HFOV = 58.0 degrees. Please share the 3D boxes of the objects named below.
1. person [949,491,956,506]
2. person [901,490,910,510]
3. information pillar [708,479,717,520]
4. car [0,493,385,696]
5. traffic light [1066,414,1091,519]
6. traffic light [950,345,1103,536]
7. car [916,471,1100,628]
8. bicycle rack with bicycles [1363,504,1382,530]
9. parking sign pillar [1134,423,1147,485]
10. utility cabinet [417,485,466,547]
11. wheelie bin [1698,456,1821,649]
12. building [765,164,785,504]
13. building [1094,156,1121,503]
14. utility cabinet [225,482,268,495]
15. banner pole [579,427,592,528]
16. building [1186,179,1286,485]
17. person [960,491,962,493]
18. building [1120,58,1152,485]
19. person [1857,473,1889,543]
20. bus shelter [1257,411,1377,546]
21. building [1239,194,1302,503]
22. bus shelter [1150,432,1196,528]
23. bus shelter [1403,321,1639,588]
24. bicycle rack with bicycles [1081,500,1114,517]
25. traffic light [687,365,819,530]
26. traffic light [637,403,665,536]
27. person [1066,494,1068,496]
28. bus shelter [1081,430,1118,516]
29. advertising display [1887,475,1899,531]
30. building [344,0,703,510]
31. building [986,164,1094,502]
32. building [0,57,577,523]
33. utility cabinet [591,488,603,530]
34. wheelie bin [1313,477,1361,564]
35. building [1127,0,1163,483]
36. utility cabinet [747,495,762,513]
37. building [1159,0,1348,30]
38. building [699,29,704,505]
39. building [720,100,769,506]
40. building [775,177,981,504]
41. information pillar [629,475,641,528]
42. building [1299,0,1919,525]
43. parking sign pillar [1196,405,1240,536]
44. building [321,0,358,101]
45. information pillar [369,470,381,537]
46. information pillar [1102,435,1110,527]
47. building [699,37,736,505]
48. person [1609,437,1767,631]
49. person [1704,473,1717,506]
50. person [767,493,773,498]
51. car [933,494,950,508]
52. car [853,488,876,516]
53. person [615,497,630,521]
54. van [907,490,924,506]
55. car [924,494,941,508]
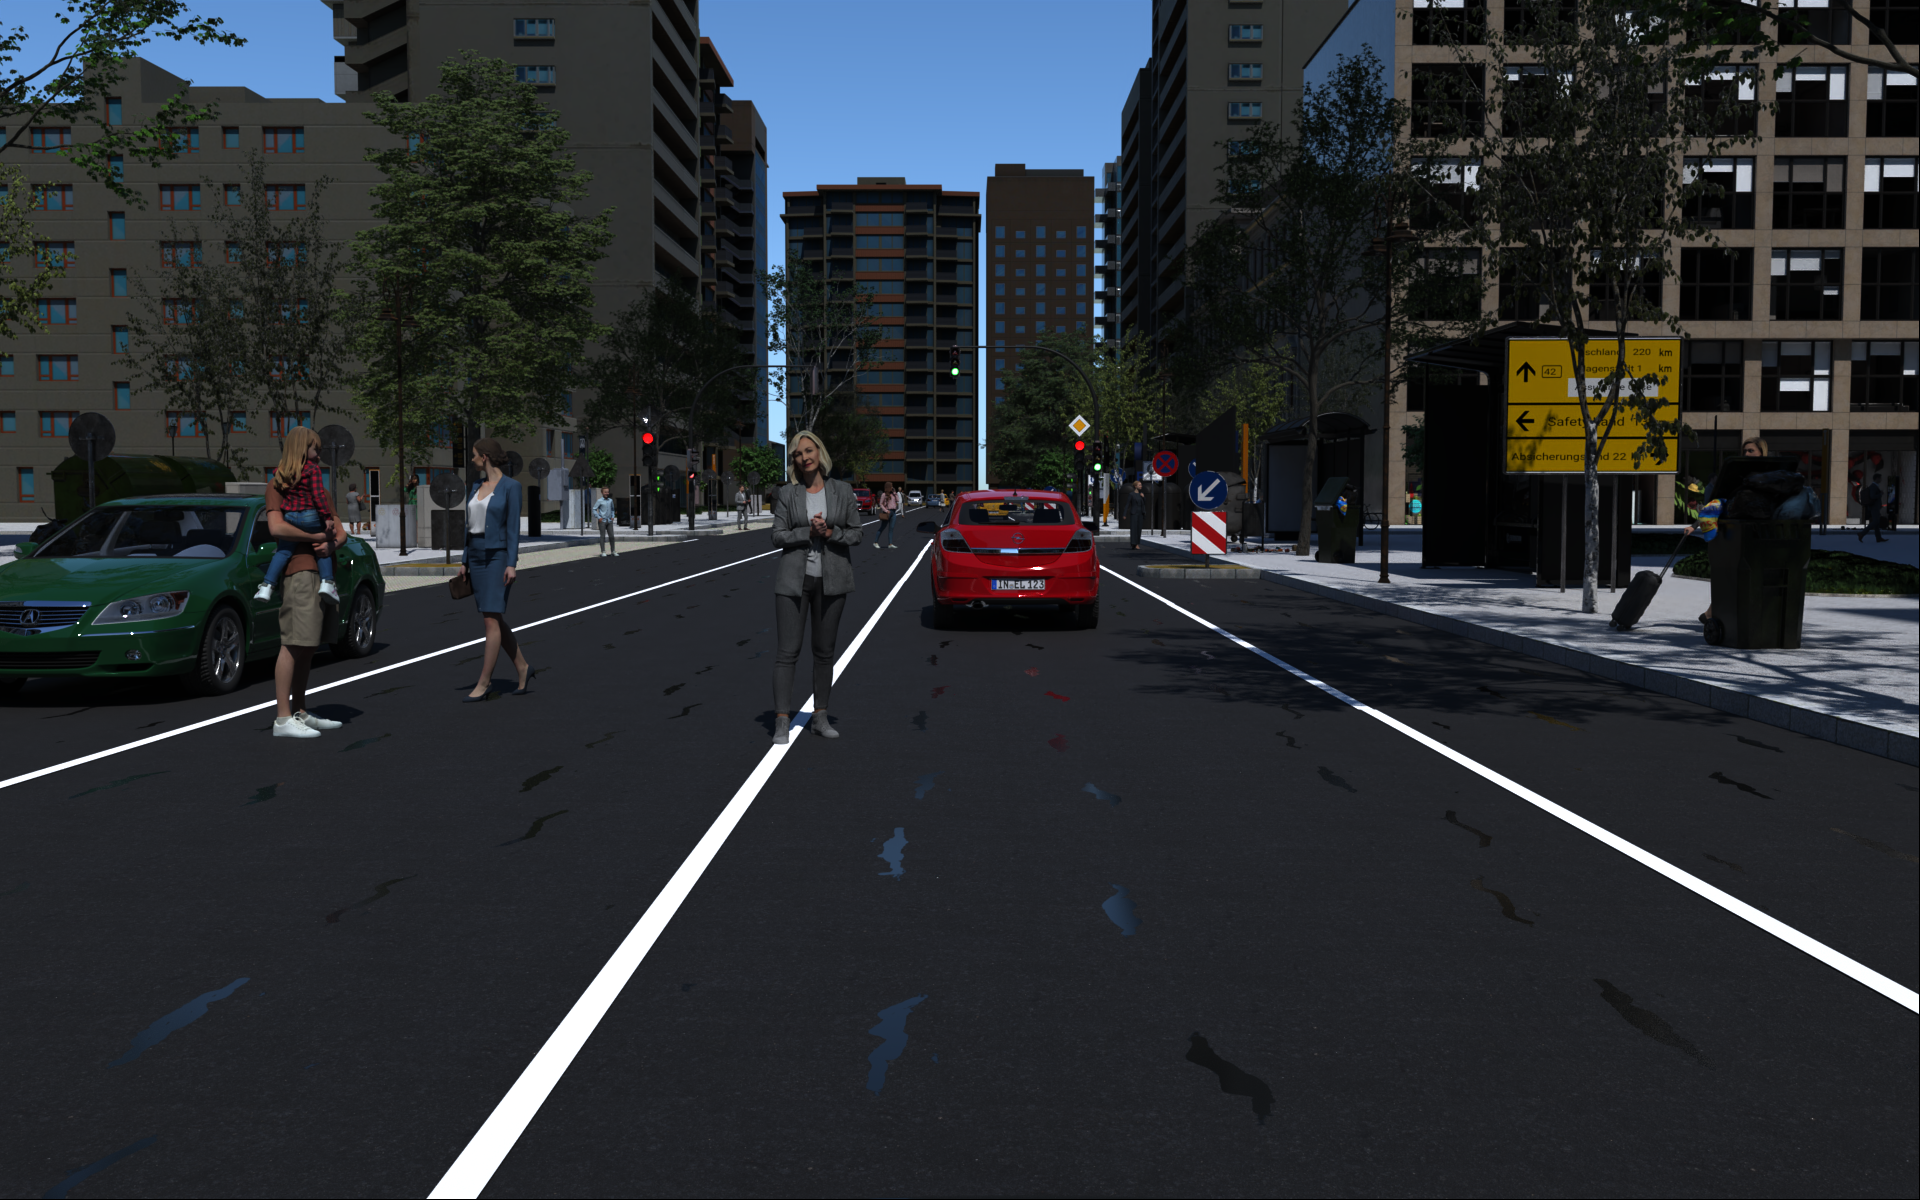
[{"bbox_3d":[-0.601,-9.428,163.178,0.750,1.759,0.617,-1,4,-21],"label":"person"},{"bbox_3d":[-5.177,-9.015,155.891,1.348,1.824,0.705,-2,4,-30],"label":"person"},{"bbox_3d":[-12.214,-4.960,85.583,0.304,2.012,0.304,-3,4,-36],"label":"information pillar"},{"bbox_3d":[-6.128,-0.123,13.817,2.131,1.459,4.920,0,4,0],"label":"car"},{"bbox_3d":[4.188,-4.417,61.136,0.839,4.253,0.868,0,4,0],"label":"traffic light"},{"bbox_3d":[2.070,-4.792,53.016,4.771,5.953,1.251,0,4,0],"label":"traffic light"},{"bbox_3d":[0.570,-0.667,19.952,2.155,1.783,4.494,0,4,-1],"label":"car"},{"bbox_3d":[13.889,-2.991,62.282,2.925,0.926,2.852,-1,4,-18],"label":"bicycle rack with bicycles"},{"bbox_3d":[6.797,-4.680,64.982,1.447,3.967,1.447,0,4,6],"label":"parking sign pillar"},{"bbox_3d":[-12.472,-2.018,41.666,0.318,1.500,1.173,3,5,39],"label":"utility cabinet"},{"bbox_3d":[6.716,-0.403,14.491,0.980,1.594,0.693,0,4,-4],"label":"wheelie bin"},{"bbox_3d":[-39.980,-40.068,244.345,27.495,52.752,28.713,0,4,0],"label":"building"},{"bbox_3d":[33.741,-38.087,242.323,30.456,49.044,23.786,0,4,0],"label":"building"},{"bbox_3d":[-13.417,-1.475,32.803,0.318,1.500,1.173,1,4,9],"label":"utility cabinet"},{"bbox_3d":[-14.054,-4.579,64.877,0.401,3.779,0.863,-3,5,-41],"label":"banner pole"},{"bbox_3d":[23.104,-18.194,126.353,11.050,23.489,19.941,0,4,0],"label":"building"},{"bbox_3d":[0.213,-9.312,161.281,0.750,1.759,0.617,-2,4,-26],"label":"person"},{"bbox_3d":[29.176,-34.621,189.748,21.300,48.544,21.600,0,4,0],"label":"building"},{"bbox_3d":[24.226,-2.442,45.941,0.822,1.834,0.622,1,4,14],"label":"person"},{"bbox_3d":[9.205,-3.135,45.176,2.014,3.302,5.546,0,4,0],"label":"bus shelter"},{"bbox_3d":[23.829,-16.496,105.870,11.583,22.565,21.152,0,4,0],"label":"building"},{"bbox_3d":[8.729,-4.743,68.833,1.731,3.624,6.357,0,3,0],"label":"bus shelter"},{"bbox_3d":[8.430,-2.164,26.659,1.731,3.624,6.357,0,4,0],"label":"bus shelter"},{"bbox_3d":[8.176,-5.240,99.057,2.925,0.926,2.852,-1,4,-14],"label":"bicycle rack with bicycles"},{"bbox_3d":[-7.381,-5.292,61.191,4.771,5.953,1.251,0,4,0],"label":"traffic light"},{"bbox_3d":[-9.499,-3.930,53.178,0.839,4.253,0.868,0,4,0],"label":"traffic light"},{"bbox_3d":[11.715,-11.684,197.091,1.348,1.821,0.705,0,4,-5],"label":"person"},{"bbox_3d":[8.174,-7.802,105.198,2.179,5.291,8.768,0,3,0],"label":"bus shelter"},{"bbox_3d":[32.561,-3.379,60.464,0.123,1.923,0.974,1,4,13],"label":"advertising display"},{"bbox_3d":[-30.785,-30.577,123.632,21.300,48.544,21.600,0,4,0],"label":"building"},{"bbox_3d":[10.736,-35.935,237.650,14.200,45.320,14.600,0,4,0],"label":"building"},{"bbox_3d":[-37.327,-15.061,91.291,27.650,21.520,28.899,0,4,0],"label":"building"},{"bbox_3d":[-12.944,-3.259,61.963,0.318,1.500,1.173,-1,4,-20],"label":"utility cabinet"},{"bbox_3d":[7.031,-1.491,32.289,0.693,1.594,0.980,-1,4,-22],"label":"wheelie bin"},{"bbox_3d":[27.639,-44.632,167.991,20.563,71.187,20.611,0,4,0],"label":"building"},{"bbox_3d":[-13.991,-6.521,117.777,1.020,1.237,0.306,-1,4,-11],"label":"utility cabinet"},{"bbox_3d":[28.613,-32.044,147.613,21.300,48.544,21.600,0,4,0],"label":"building"},{"bbox_3d":[-29.364,-28.100,143.029,14.154,41.232,14.086,0,4,0],"label":"building"},{"bbox_3d":[-29.366,-33.246,193.687,14.200,45.320,14.600,0,4,0],"label":"building"},{"bbox_3d":[-11.520,-35.927,242.036,28.867,44.769,22.147,0,4,0],"label":"building"},{"bbox_3d":[-12.264,-3.727,65.422,0.304,2.012,0.304,2,4,34],"label":"information pillar"},{"bbox_3d":[34.683,-16.862,80.207,34.151,26.468,19.350,0,4,0],"label":"building"},{"bbox_3d":[7.890,-3.952,53.086,1.447,3.967,1.447,3,4,37],"label":"parking sign pillar"},{"bbox_3d":[-51.216,-36.492,185.883,27.495,52.752,28.713,0,4,0],"label":"building"},{"bbox_3d":[-17.608,-2.915,52.150,0.304,2.012,0.304,-1,4,-17],"label":"information pillar"},{"bbox_3d":[5.790,-4.721,68.546,0.183,3.616,0.504,2,4,24],"label":"information pillar"},{"bbox_3d":[-33.411,-31.177,164.370,22.147,44.769,28.867,0,4,0],"label":"building"},{"bbox_3d":[6.890,-0.598,16.040,1.509,1.804,0.699,2,4,32],"label":"person"},{"bbox_3d":[18.572,-2.222,42.579,0.583,1.804,0.606,2,4,34],"label":"person"},{"bbox_3d":[-19.544,-10.756,181.848,1.348,1.831,0.705,0,4,-8],"label":"person"},{"bbox_3d":[-2.013,-10.649,184.337,2.015,1.641,3.980,0,4,-1],"label":"car"},{"bbox_3d":[-6.793,-6.600,116.580,2.281,1.827,5.304,0,4,1],"label":"car"},{"bbox_3d":[-15.021,-4.066,78.013,0.738,1.151,1.012,-2,4,-29],"label":"person"},{"bbox_3d":[-5.222,-11.891,201.427,2.013,2.044,4.112,0,4,0],"label":"van"},{"bbox_3d":[-2.589,-9.963,174.904,2.014,1.417,4.499,0,4,-2],"label":"car"}]
